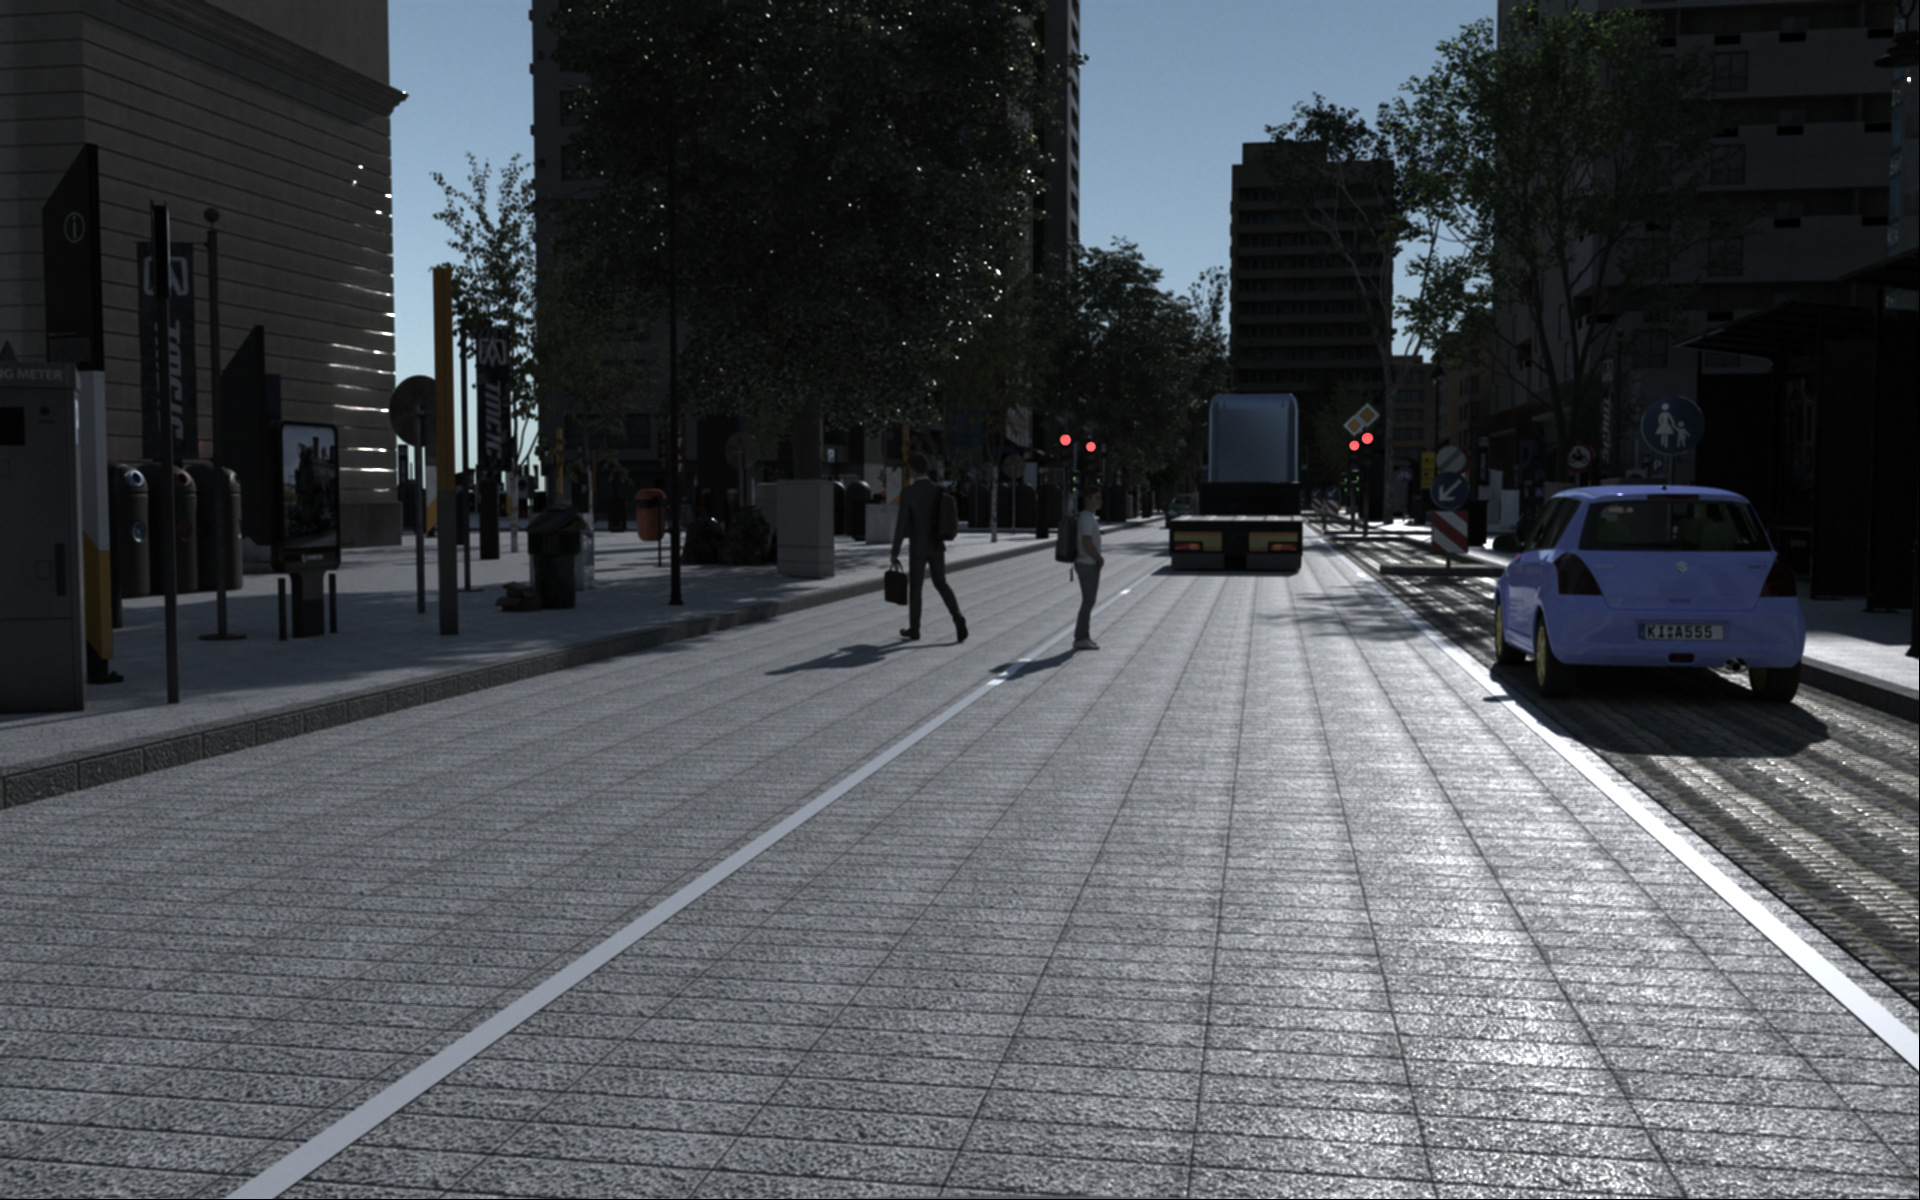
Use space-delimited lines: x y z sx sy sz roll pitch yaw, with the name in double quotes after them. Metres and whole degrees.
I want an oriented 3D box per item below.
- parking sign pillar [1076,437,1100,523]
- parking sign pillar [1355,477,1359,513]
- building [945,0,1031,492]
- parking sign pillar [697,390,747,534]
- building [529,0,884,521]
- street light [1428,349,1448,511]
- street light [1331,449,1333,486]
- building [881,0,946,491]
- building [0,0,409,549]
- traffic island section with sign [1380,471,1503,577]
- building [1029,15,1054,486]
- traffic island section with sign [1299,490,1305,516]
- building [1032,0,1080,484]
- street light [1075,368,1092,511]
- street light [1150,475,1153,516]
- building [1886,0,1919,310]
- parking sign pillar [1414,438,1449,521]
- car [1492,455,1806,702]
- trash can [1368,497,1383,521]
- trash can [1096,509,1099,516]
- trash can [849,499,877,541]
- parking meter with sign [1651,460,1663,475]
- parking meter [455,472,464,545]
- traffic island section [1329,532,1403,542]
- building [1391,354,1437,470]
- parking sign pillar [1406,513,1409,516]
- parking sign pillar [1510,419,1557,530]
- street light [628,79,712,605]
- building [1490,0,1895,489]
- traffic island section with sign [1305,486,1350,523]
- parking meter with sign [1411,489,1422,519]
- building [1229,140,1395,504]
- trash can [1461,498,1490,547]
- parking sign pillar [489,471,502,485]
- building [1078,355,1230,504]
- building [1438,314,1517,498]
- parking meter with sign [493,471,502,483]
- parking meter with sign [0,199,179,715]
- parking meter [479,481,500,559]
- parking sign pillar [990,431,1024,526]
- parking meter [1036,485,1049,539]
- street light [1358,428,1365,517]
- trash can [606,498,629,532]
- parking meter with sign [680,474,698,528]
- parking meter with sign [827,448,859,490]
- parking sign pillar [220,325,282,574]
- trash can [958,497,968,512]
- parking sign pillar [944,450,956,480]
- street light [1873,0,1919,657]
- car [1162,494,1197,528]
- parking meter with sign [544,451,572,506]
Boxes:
5.549 -5.433 77.294 1.447 3.967 1.447 2 4 28 "parking sign pillar"
27.640 -8.061 120.266 1.447 3.967 1.447 1 4 22 "parking sign pillar"
-1.869 -30.376 146.750 14.600 45.320 14.200 1 4 10 "building"
-5.970 -3.360 43.406 1.447 3.967 1.447 2 4 35 "parking sign pillar"
-12.203 -19.313 87.465 14.160 30.474 14.107 1 4 10 "building"
14.350 -4.854 52.148 0.468 5.910 1.993 1 4 10 "street light"
28.906 -9.879 134.316 0.468 5.910 1.993 1 4 10 "street light"
-13.400 -30.420 121.063 21.300 48.544 21.600 1 4 10 "building"
-26.868 -14.787 39.028 25.104 27.353 12.463 1 4 10 "building"
8.549 -1.363 30.911 1.989 1.847 2.006 1 4 10 "traffic island section with sign"
-1.653 -44.399 164.175 20.563 71.187 20.611 1 4 10 "building"
22.979 -6.351 112.461 1.989 1.847 2.006 1 4 10 "traffic island section with sign"
-1.270 -39.727 191.543 28.212 58.520 21.231 1 4 10 "building"
4.520 -5.546 63.469 0.468 5.910 1.993 1 4 10 "street light"
11.300 -7.911 102.128 0.468 5.910 1.993 1 4 10 "street light"
95.912 -33.874 173.455 30.456 49.044 23.786 1 4 10 "building"
22.962 -5.809 83.445 1.447 3.967 1.447 3 5 40 "parking sign pillar"
5.132 -0.226 13.279 1.945 1.707 3.694 1 4 10 "car"
21.956 -4.873 91.319 0.748 1.137 0.748 0 3 0 "trash can"
8.112 -5.392 99.810 0.748 1.137 0.748 0 3 0 "trash can"
-2.658 -2.188 47.426 0.748 1.137 0.748 0 3 0 "trash can"
35.428 -5.662 88.831 0.543 3.016 1.738 0 4 2 "parking meter with sign"
-12.603 -2.321 43.663 0.399 1.863 0.255 0 4 -4 "parking meter"
12.491 -1.895 53.262 2.009 0.180 2.903 1 4 10 "traffic island section"
73.851 -24.165 240.130 28.899 21.520 27.650 1 4 10 "building"
26.532 -6.825 100.055 1.447 3.967 1.447 2 4 30 "parking sign pillar"
20.338 -4.469 61.537 1.447 3.967 1.447 0 4 -4 "parking sign pillar"
-3.290 -2.880 19.881 0.468 5.910 1.993 1 4 10 "street light"
60.971 -34.138 147.396 28.713 52.752 27.495 1 4 10 "building"
18.195 -4.692 85.345 1.989 1.847 2.006 1 4 10 "traffic island section with sign"
24.093 -5.673 89.011 1.738 3.016 0.543 2 4 33 "parking meter with sign"
48.372 -37.707 240.218 21.600 48.544 21.300 1 4 10 "building"
12.610 -1.886 42.482 0.748 1.137 0.748 0 3 0 "trash can"
-34.177 -8.466 126.893 1.447 3.967 1.447 2 4 34 "parking sign pillar"
24.016 -24.664 248.297 28.899 21.520 27.650 1 4 10 "building"
64.496 -20.265 176.371 27.650 21.520 28.899 1 4 10 "building"
-27.769 -6.510 102.699 0.543 3.016 1.738 1 4 9 "parking meter with sign"
-5.589 -0.854 10.221 1.738 3.016 0.543 -1 4 -23 "parking meter with sign"
-9.275 -1.573 34.122 0.372 1.533 0.369 0 3 0 "parking meter"
1.904 -4.983 69.947 1.447 3.967 1.447 1 4 12 "parking sign pillar"
2.374 -2.542 49.973 0.372 1.533 0.369 0 3 0 "parking meter"
22.109 -7.517 95.698 0.468 5.910 1.993 1 4 10 "street light"
-11.494 -2.841 58.103 0.748 1.137 0.748 0 3 0 "trash can"
-9.819 -4.283 66.286 1.738 3.016 0.543 -2 4 -25 "parking meter with sign"
-4.253 -4.313 66.781 1.738 3.016 0.543 -3 5 -39 "parking meter with sign"
-11.593 -2.432 28.239 1.447 3.967 1.447 3 4 38 "parking sign pillar"
0.182 -4.695 88.421 0.748 1.137 0.748 0 3 0 "trash can"
-0.574 -6.874 100.855 1.447 3.967 1.447 1 4 12 "parking sign pillar"
7.582 -2.492 13.524 0.468 5.910 1.993 1 4 10 "street light"
9.761 -3.818 74.229 2.131 1.459 4.920 1 4 8 "car"
-16.035 -4.531 70.339 0.543 3.016 1.738 2 4 33 "parking meter with sign"
